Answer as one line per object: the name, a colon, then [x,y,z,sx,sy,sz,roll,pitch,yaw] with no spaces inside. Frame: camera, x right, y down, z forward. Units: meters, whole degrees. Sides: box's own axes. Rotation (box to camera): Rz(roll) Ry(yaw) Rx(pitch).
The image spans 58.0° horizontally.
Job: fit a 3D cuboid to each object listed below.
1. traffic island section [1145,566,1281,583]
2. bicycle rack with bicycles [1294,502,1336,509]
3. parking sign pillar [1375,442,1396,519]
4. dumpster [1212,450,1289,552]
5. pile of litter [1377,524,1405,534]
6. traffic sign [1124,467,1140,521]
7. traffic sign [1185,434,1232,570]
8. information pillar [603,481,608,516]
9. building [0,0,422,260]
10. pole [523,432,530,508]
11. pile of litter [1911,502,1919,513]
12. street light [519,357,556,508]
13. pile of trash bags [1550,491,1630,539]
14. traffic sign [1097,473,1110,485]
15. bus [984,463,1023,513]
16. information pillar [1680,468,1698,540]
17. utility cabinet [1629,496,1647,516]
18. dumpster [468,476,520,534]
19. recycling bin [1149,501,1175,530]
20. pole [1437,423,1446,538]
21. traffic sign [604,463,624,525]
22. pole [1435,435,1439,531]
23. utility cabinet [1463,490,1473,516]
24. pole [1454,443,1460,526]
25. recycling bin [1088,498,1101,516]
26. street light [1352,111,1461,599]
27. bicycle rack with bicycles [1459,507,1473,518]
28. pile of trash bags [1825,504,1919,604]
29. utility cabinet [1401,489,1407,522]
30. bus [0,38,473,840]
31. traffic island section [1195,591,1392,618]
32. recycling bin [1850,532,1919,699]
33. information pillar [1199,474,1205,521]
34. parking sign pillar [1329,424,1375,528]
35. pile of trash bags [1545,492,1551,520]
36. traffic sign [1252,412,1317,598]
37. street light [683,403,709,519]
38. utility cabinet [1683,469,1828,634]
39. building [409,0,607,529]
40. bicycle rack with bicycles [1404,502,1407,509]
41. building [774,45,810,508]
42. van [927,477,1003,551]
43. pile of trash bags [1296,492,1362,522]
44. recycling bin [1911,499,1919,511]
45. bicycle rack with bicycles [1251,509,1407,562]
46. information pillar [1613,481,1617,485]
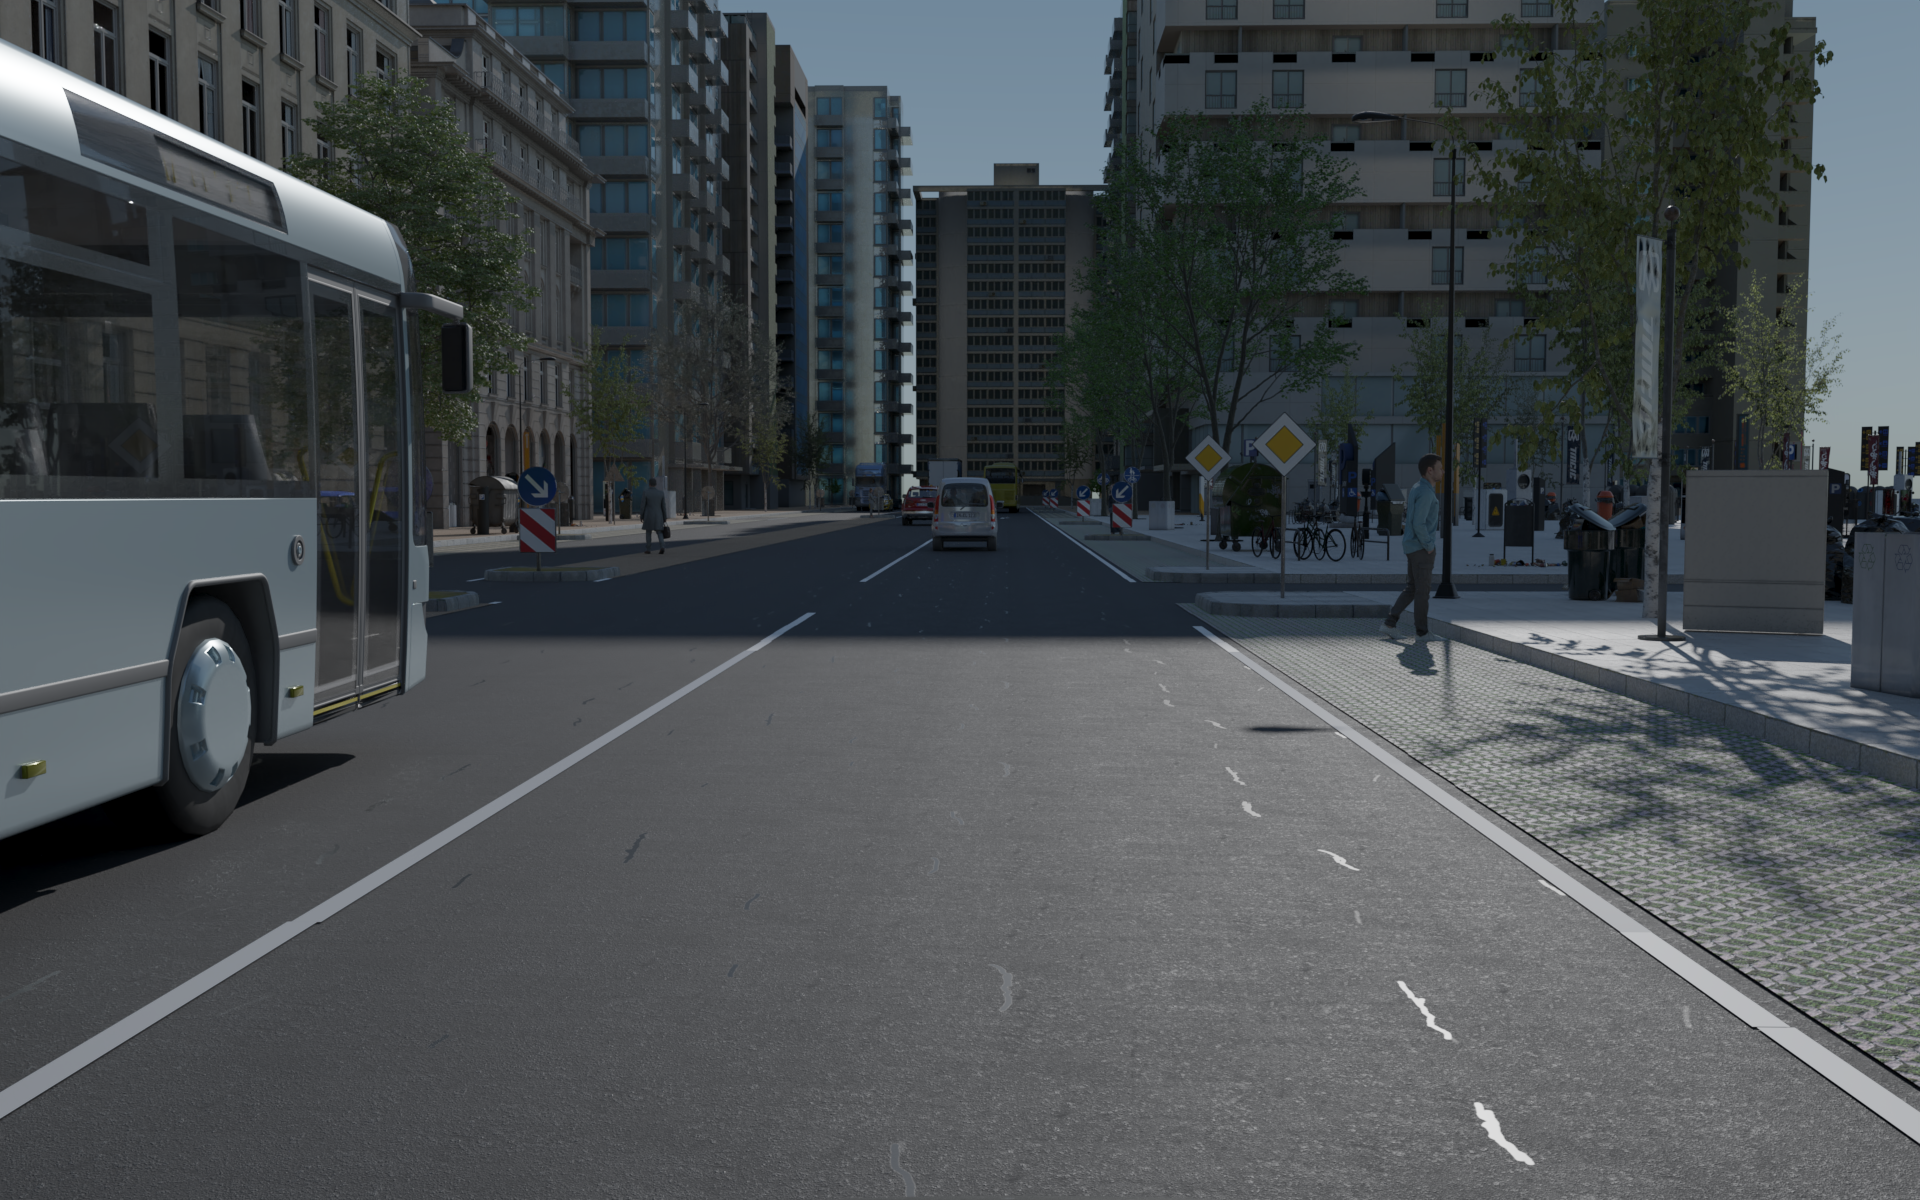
traffic island section: [4.212,-0.432,29.342,2.009,0.180,2.903,0,4,2]
bicycle rack with bicycles: [15.067,-3.694,73.784,2.925,0.926,2.852,-3,5,-42]
parking sign pillar: [21.962,-6.207,89.960,1.447,3.967,1.447,-2,4,-28]
dumpster: [6.565,-2.242,39.156,1.502,2.255,1.985,0,4,1]
pile of litter: [14.023,-2.544,55.552,1.719,0.858,1.176,-3,4,-39]
traffic sign: [8.066,-4.959,81.181,0.768,2.556,0.104,0,4,7]
traffic sign: [4.189,-1.567,29.265,0.795,2.450,0.064,0,4,2]
information pillar: [-20.197,-5.784,99.054,0.304,2.012,0.304,-3,5,-43]
building: [-26.929,-13.083,47.183,16.112,22.955,30.059,0,4,2]
pole: [-14.327,-3.881,57.301,0.158,3.312,0.155,0,3,0]
pile of litter: [52.143,-4.908,94.217,1.176,0.858,1.719,1,4,11]
street light: [-14.385,-5.279,58.845,1.470,5.913,1.316,0,4,2]
pile of trash bags: [17.789,-2.360,48.333,1.912,1.369,3.447,1,4,11]
traffic sign: [8.581,-6.327,103.547,0.768,2.556,0.104,1,4,9]
bus: [3.349,-8.750,134.611,2.896,3.916,12.252,0,4,3]
information pillar: [20.370,-2.686,48.402,0.304,2.012,0.304,-2,4,-30]
utility cabinet: [23.218,-2.942,59.266,0.306,1.237,1.020,0,4,-1]
dumpster: [-15.030,-3.066,55.889,1.264,1.857,1.865,0,4,2]
recycling bin: [7.179,-3.001,61.622,0.722,1.027,0.722,2,4,29]
pole: [13.986,-3.438,50.053,0.158,3.312,0.155,0,3,0]
traffic sign: [-14.413,-4.413,72.156,0.884,2.594,0.081,0,4,3]
pole: [16.638,-4.065,60.303,0.158,3.312,0.155,0,3,0]
utility cabinet: [29.855,-5.649,101.040,0.318,1.500,1.173,-1,4,-21]
pole: [19.898,-4.623,69.423,0.158,3.312,0.155,0,3,0]
recycling bin: [7.932,-5.429,101.326,0.722,1.027,0.722,-1,4,-11]
street light: [5.457,-2.976,21.193,1.470,5.913,1.316,0,4,2]
bicycle rack with bicycles: [22.270,-4.242,82.742,2.852,0.926,2.925,-2,4,-30]
pile of trash bags: [11.877,-0.669,20.698,3.447,1.369,1.912,0,4,3]
utility cabinet: [19.913,-4.304,79.050,0.318,1.500,1.173,-1,4,-20]
bus: [-4.357,-0.585,4.417,2.948,3.499,13.247,0,3,0]
traffic island section: [3.996,0.056,21.360,2.009,0.180,2.903,0,4,2]
recycling bin: [6.309,0.083,11.203,0.722,1.027,0.722,0,4,-6]
information pillar: [11.405,-5.522,81.643,0.183,3.616,0.504,2,4,26]
parking sign pillar: [14.760,-4.725,65.729,1.447,3.967,1.447,0,4,1]
pile of trash bags: [29.436,-4.631,85.461,1.912,1.369,3.447,0,4,7]
traffic sign: [3.972,-1.079,21.283,0.795,2.450,0.064,0,4,2]
street light: [-13.493,-7.088,88.426,1.470,5.913,1.316,0,4,2]
utility cabinet: [7.323,-0.445,15.960,1.173,1.500,0.318,2,4,27]
building: [-24.499,-14.237,74.576,13.314,21.916,24.055,0,4,2]
bicycle rack with bicycles: [19.630,-3.856,76.431,2.925,0.926,2.852,-1,4,-14]
building: [-22.790,-31.853,170.915,14.200,45.320,14.600,0,4,2]
van: [0.129,-2.328,45.080,2.013,2.044,4.112,0,4,0]
pile of trash bags: [17.258,-4.325,80.460,1.912,1.369,3.447,-3,4,-36]
recycling bin: [54.633,-5.265,98.644,0.722,1.027,0.722,-3,5,-44]
bicycle rack with bicycles: [7.171,-1.260,33.978,2.852,0.926,2.925,0,4,-5]
information pillar: [36.109,-5.582,95.749,0.304,2.012,0.304,3,4,38]
